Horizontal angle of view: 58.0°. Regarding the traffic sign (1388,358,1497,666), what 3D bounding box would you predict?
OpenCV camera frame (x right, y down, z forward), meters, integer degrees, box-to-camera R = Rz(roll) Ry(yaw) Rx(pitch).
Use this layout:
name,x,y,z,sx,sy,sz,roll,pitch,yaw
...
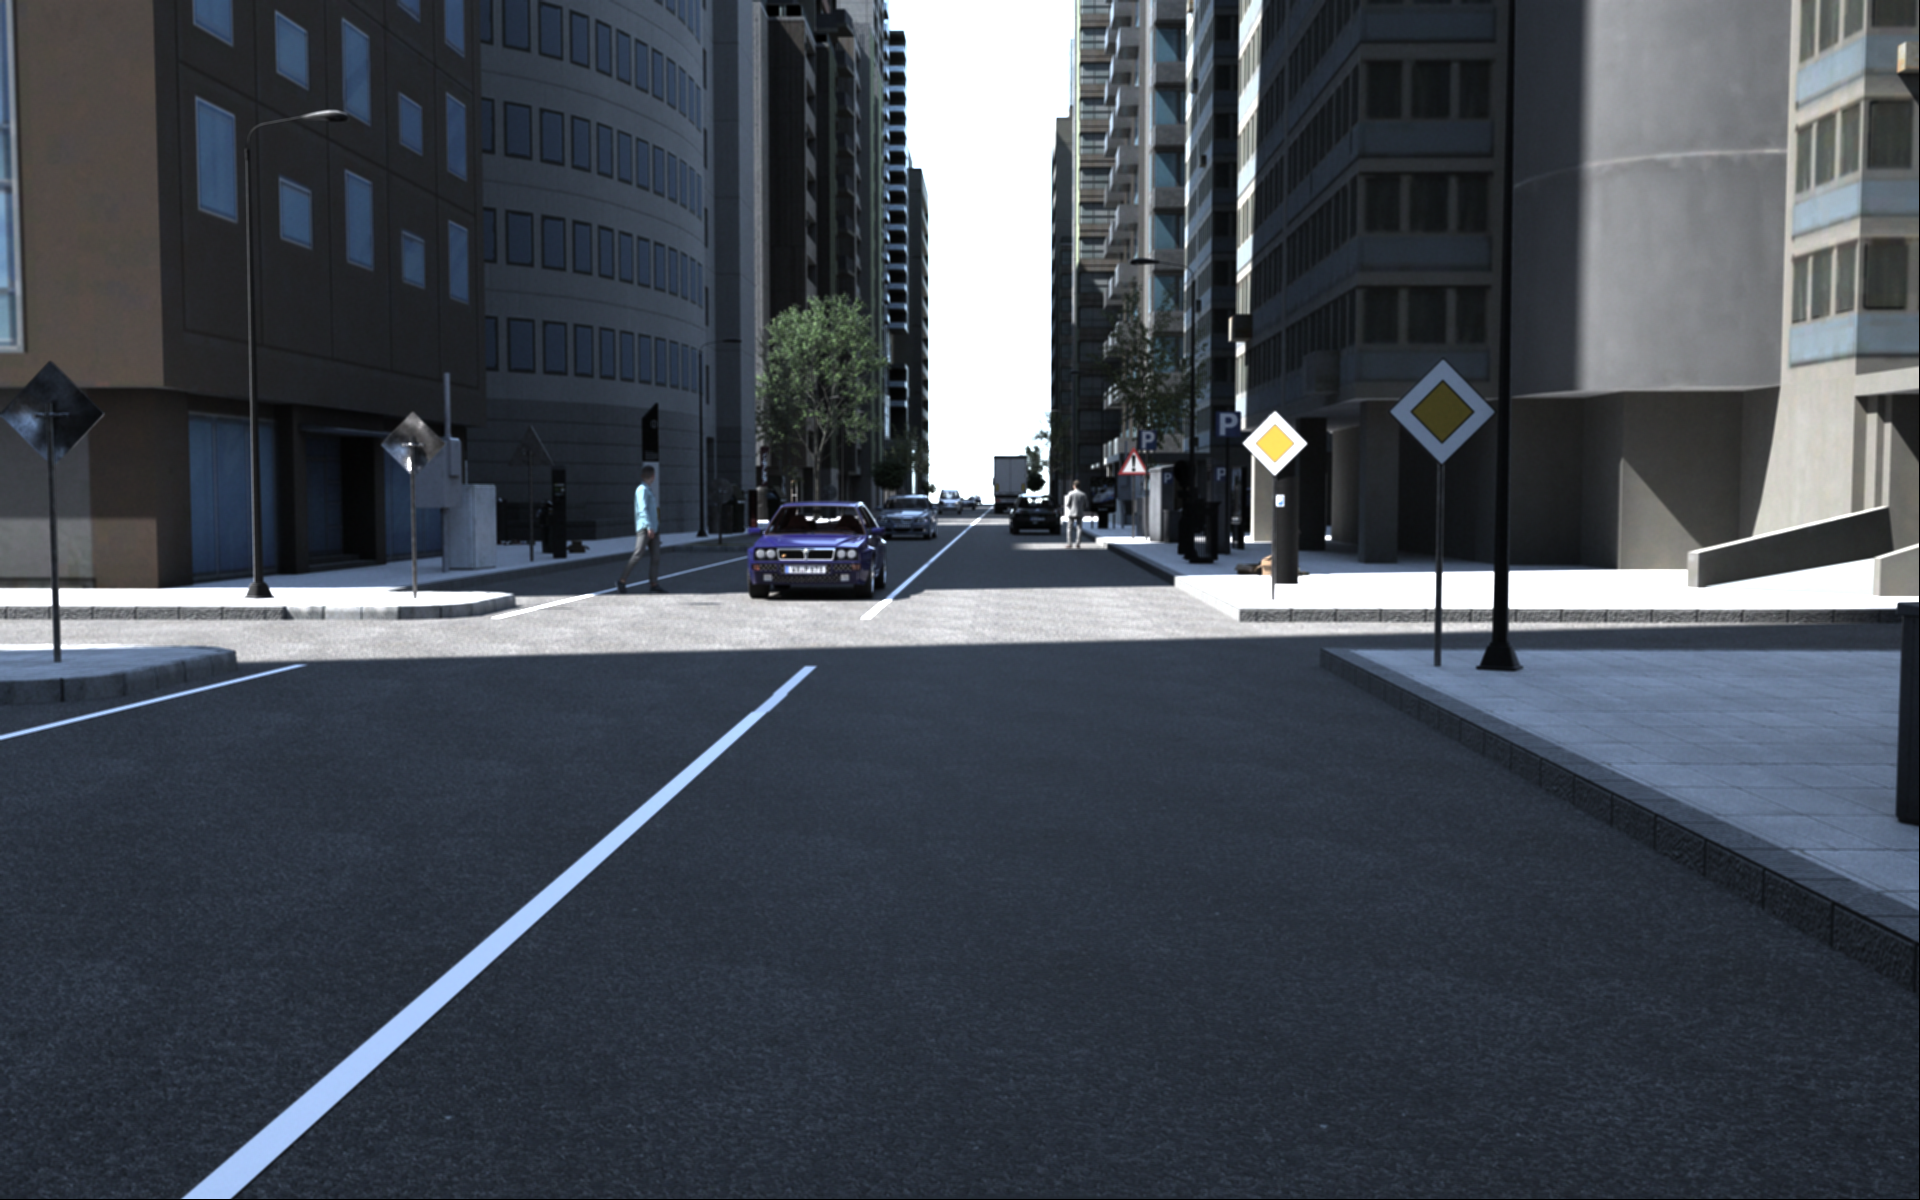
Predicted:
name,x,y,z,sx,sy,sz,roll,pitch,yaw
traffic sign,3.557,-0.563,12.848,0.795,2.450,0.064,0,4,2

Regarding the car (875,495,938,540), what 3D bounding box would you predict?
name,x,y,z,sx,sy,sz,roll,pitch,yaw
car,-1.689,-2.676,55.752,2.014,1.417,4.499,0,4,3

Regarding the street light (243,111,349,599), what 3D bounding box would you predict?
name,x,y,z,sx,sy,sz,roll,pitch,yaw
street light,-8.105,-2.974,21.162,1.470,5.913,1.316,0,4,2

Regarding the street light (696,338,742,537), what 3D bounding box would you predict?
name,x,y,z,sx,sy,sz,roll,pitch,yaw
street light,-7.212,-4.850,51.837,1.470,5.913,1.316,0,4,2

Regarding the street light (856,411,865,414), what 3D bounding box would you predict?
name,x,y,z,sx,sy,sz,roll,pitch,yaw
street light,-6.056,-7.644,97.521,1.470,5.913,1.316,0,4,2

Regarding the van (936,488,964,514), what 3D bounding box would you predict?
name,x,y,z,sx,sy,sz,roll,pitch,yaw
van,-0.735,-7.180,124.406,2.013,2.044,4.112,0,3,0

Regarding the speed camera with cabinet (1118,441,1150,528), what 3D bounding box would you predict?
name,x,y,z,sx,sy,sz,roll,pitch,yaw
speed camera with cabinet,6.789,-4.263,64.040,2.038,3.252,0.660,3,5,44

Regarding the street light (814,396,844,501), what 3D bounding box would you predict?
name,x,y,z,sx,sy,sz,roll,pitch,yaw
street light,-6.377,-6.726,82.513,1.470,5.913,1.316,0,4,2

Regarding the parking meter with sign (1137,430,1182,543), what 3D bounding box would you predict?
name,x,y,z,sx,sy,sz,roll,pitch,yaw
parking meter with sign,5.373,-3.058,46.255,0.543,3.016,1.738,-1,4,-21

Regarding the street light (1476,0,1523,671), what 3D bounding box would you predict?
name,x,y,z,sx,sy,sz,roll,pitch,yaw
street light,3.424,-2.448,12.562,1.470,5.913,1.316,0,4,2

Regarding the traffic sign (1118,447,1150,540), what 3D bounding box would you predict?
name,x,y,z,sx,sy,sz,roll,pitch,yaw
traffic sign,4.828,-2.946,48.178,0.884,2.594,0.081,0,4,7

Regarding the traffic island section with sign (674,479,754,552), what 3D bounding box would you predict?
name,x,y,z,sx,sy,sz,roll,pitch,yaw
traffic island section with sign,-6.074,-2.147,43.738,1.989,1.847,2.006,0,4,2

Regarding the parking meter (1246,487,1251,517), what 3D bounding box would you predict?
name,x,y,z,sx,sy,sz,roll,pitch,yaw
parking meter,10.674,-3.400,64.002,0.372,1.533,0.369,0,3,0

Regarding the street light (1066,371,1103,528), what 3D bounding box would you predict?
name,x,y,z,sx,sy,sz,roll,pitch,yaw
street light,4.817,-5.670,65.241,1.470,5.913,1.316,0,4,2

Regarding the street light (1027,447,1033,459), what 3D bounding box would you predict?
name,x,y,z,sx,sy,sz,roll,pitch,yaw
street light,7.687,-12.176,171.622,1.470,5.913,1.316,0,4,2

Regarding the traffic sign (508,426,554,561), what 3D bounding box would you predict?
name,x,y,z,sx,sy,sz,roll,pitch,yaw
traffic sign,-8.170,-2.016,32.973,0.884,2.594,0.081,0,4,2

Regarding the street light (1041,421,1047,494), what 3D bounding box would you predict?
name,x,y,z,sx,sy,sz,roll,pitch,yaw
street light,6.060,-8.371,109.405,1.470,5.913,1.316,0,4,2

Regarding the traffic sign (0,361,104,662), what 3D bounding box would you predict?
name,x,y,z,sx,sy,sz,roll,pitch,yaw
traffic sign,-6.883,-0.582,13.152,0.795,2.450,0.064,0,4,2

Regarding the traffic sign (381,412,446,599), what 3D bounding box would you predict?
name,x,y,z,sx,sy,sz,roll,pitch,yaw
traffic sign,-6.665,-1.070,21.134,0.795,2.450,0.064,0,4,2

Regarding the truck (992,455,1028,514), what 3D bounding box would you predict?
name,x,y,z,sx,sy,sz,roll,pitch,yaw
truck,3.789,-8.677,130.778,2.839,4.237,11.283,0,4,2

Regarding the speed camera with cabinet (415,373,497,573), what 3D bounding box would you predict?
name,x,y,z,sx,sy,sz,roll,pitch,yaw
speed camera with cabinet,-8.463,-2.124,29.061,0.660,3.252,2.038,1,4,8

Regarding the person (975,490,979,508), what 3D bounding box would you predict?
name,x,y,z,sx,sy,sz,roll,pitch,yaw
person,1.782,-10.746,184.179,0.705,1.826,1.348,-1,4,-16

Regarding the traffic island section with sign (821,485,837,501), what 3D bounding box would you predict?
name,x,y,z,sx,sy,sz,roll,pitch,yaw
traffic island section with sign,-5.334,-3.817,71.038,1.989,1.847,2.006,0,4,2

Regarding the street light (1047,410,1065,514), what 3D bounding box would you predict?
name,x,y,z,sx,sy,sz,roll,pitch,yaw
street light,5.694,-7.546,95.916,1.470,5.913,1.316,0,4,2

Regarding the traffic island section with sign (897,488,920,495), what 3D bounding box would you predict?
name,x,y,z,sx,sy,sz,roll,pitch,yaw
traffic island section with sign,-3.997,-6.818,120.096,1.989,1.847,2.006,0,4,2

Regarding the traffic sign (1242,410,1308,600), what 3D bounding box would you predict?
name,x,y,z,sx,sy,sz,roll,pitch,yaw
traffic sign,3.774,-1.051,20.830,0.795,2.450,0.064,0,4,2

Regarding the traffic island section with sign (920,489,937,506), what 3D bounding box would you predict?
name,x,y,z,sx,sy,sz,roll,pitch,yaw
traffic island section with sign,-3.252,-8.505,147.691,1.989,1.847,2.006,0,4,2

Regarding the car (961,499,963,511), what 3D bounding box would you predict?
name,x,y,z,sx,sy,sz,roll,pitch,yaw
car,-0.696,-8.346,146.245,2.009,1.686,4.222,0,4,3

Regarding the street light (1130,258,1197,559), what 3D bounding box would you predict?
name,x,y,z,sx,sy,sz,roll,pitch,yaw
street light,4.051,-3.774,34.247,1.470,5.913,1.316,0,4,2

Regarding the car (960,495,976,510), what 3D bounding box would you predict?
name,x,y,z,sx,sy,sz,roll,pitch,yaw
car,0.516,-8.783,156.186,1.945,1.354,3.894,0,4,1

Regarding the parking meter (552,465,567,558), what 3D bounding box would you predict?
name,x,y,z,sx,sy,sz,roll,pitch,yaw
parking meter,-8.017,-1.770,34.644,0.255,1.863,0.399,-1,4,-15

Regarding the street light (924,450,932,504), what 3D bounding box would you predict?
name,x,y,z,sx,sy,sz,roll,pitch,yaw
street light,-3.740,-12.731,180.686,1.470,5.913,1.316,0,4,2

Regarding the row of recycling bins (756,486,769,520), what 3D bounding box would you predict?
name,x,y,z,sx,sy,sz,roll,pitch,yaw
row of recycling bins,-10.754,-4.824,85.983,3.534,1.692,1.069,3,5,41

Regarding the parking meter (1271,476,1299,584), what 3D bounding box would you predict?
name,x,y,z,sx,sy,sz,roll,pitch,yaw
parking meter,4.644,-0.997,24.715,0.372,1.533,0.369,0,3,0

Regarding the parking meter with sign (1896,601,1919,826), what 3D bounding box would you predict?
name,x,y,z,sx,sy,sz,roll,pitch,yaw
parking meter with sign,4.522,-0.647,6.844,1.738,3.016,0.543,-1,4,-23

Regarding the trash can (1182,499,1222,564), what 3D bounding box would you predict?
name,x,y,z,sx,sy,sz,roll,pitch,yaw
trash can,4.489,-1.255,32.177,0.748,1.137,0.748,0,3,0

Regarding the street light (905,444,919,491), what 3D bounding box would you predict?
name,x,y,z,sx,sy,sz,roll,pitch,yaw
street light,-4.463,-11.438,159.556,1.470,5.913,1.316,0,4,2

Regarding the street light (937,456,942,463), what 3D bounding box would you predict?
name,x,y,z,sx,sy,sz,roll,pitch,yaw
street light,-3.007,-14.607,211.365,1.470,5.913,1.316,0,4,2

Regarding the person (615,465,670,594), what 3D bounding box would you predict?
name,x,y,z,sx,sy,sz,roll,pitch,yaw
person,-4.547,-1.008,24.835,0.748,1.841,0.638,1,4,11

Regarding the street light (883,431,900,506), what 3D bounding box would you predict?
name,x,y,z,sx,sy,sz,roll,pitch,yaw
street light,-5.144,-9.537,128.469,1.470,5.913,1.316,0,4,2

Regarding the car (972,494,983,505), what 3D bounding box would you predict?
name,x,y,z,sx,sy,sz,roll,pitch,yaw
car,2.149,-13.875,238.865,2.014,1.417,4.499,0,4,1

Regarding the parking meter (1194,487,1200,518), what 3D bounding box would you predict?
name,x,y,z,sx,sy,sz,roll,pitch,yaw
parking meter,8.778,-3.448,64.792,0.372,1.533,0.369,0,3,0

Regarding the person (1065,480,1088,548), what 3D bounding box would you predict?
name,x,y,z,sx,sy,sz,roll,pitch,yaw
person,3.060,-2.283,46.020,0.606,1.804,0.583,-1,4,-19

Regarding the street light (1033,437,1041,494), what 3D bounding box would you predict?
name,x,y,z,sx,sy,sz,roll,pitch,yaw
street light,6.914,-10.274,140.525,1.470,5.913,1.316,0,4,2

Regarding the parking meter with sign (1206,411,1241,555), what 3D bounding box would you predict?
name,x,y,z,sx,sy,sz,roll,pitch,yaw
parking meter with sign,5.608,-2.516,37.394,0.543,3.016,1.738,0,4,-2

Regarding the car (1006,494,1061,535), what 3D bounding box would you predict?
name,x,y,z,sx,sy,sz,roll,pitch,yaw
car,2.692,-3.225,62.516,2.009,1.686,4.222,0,4,0
